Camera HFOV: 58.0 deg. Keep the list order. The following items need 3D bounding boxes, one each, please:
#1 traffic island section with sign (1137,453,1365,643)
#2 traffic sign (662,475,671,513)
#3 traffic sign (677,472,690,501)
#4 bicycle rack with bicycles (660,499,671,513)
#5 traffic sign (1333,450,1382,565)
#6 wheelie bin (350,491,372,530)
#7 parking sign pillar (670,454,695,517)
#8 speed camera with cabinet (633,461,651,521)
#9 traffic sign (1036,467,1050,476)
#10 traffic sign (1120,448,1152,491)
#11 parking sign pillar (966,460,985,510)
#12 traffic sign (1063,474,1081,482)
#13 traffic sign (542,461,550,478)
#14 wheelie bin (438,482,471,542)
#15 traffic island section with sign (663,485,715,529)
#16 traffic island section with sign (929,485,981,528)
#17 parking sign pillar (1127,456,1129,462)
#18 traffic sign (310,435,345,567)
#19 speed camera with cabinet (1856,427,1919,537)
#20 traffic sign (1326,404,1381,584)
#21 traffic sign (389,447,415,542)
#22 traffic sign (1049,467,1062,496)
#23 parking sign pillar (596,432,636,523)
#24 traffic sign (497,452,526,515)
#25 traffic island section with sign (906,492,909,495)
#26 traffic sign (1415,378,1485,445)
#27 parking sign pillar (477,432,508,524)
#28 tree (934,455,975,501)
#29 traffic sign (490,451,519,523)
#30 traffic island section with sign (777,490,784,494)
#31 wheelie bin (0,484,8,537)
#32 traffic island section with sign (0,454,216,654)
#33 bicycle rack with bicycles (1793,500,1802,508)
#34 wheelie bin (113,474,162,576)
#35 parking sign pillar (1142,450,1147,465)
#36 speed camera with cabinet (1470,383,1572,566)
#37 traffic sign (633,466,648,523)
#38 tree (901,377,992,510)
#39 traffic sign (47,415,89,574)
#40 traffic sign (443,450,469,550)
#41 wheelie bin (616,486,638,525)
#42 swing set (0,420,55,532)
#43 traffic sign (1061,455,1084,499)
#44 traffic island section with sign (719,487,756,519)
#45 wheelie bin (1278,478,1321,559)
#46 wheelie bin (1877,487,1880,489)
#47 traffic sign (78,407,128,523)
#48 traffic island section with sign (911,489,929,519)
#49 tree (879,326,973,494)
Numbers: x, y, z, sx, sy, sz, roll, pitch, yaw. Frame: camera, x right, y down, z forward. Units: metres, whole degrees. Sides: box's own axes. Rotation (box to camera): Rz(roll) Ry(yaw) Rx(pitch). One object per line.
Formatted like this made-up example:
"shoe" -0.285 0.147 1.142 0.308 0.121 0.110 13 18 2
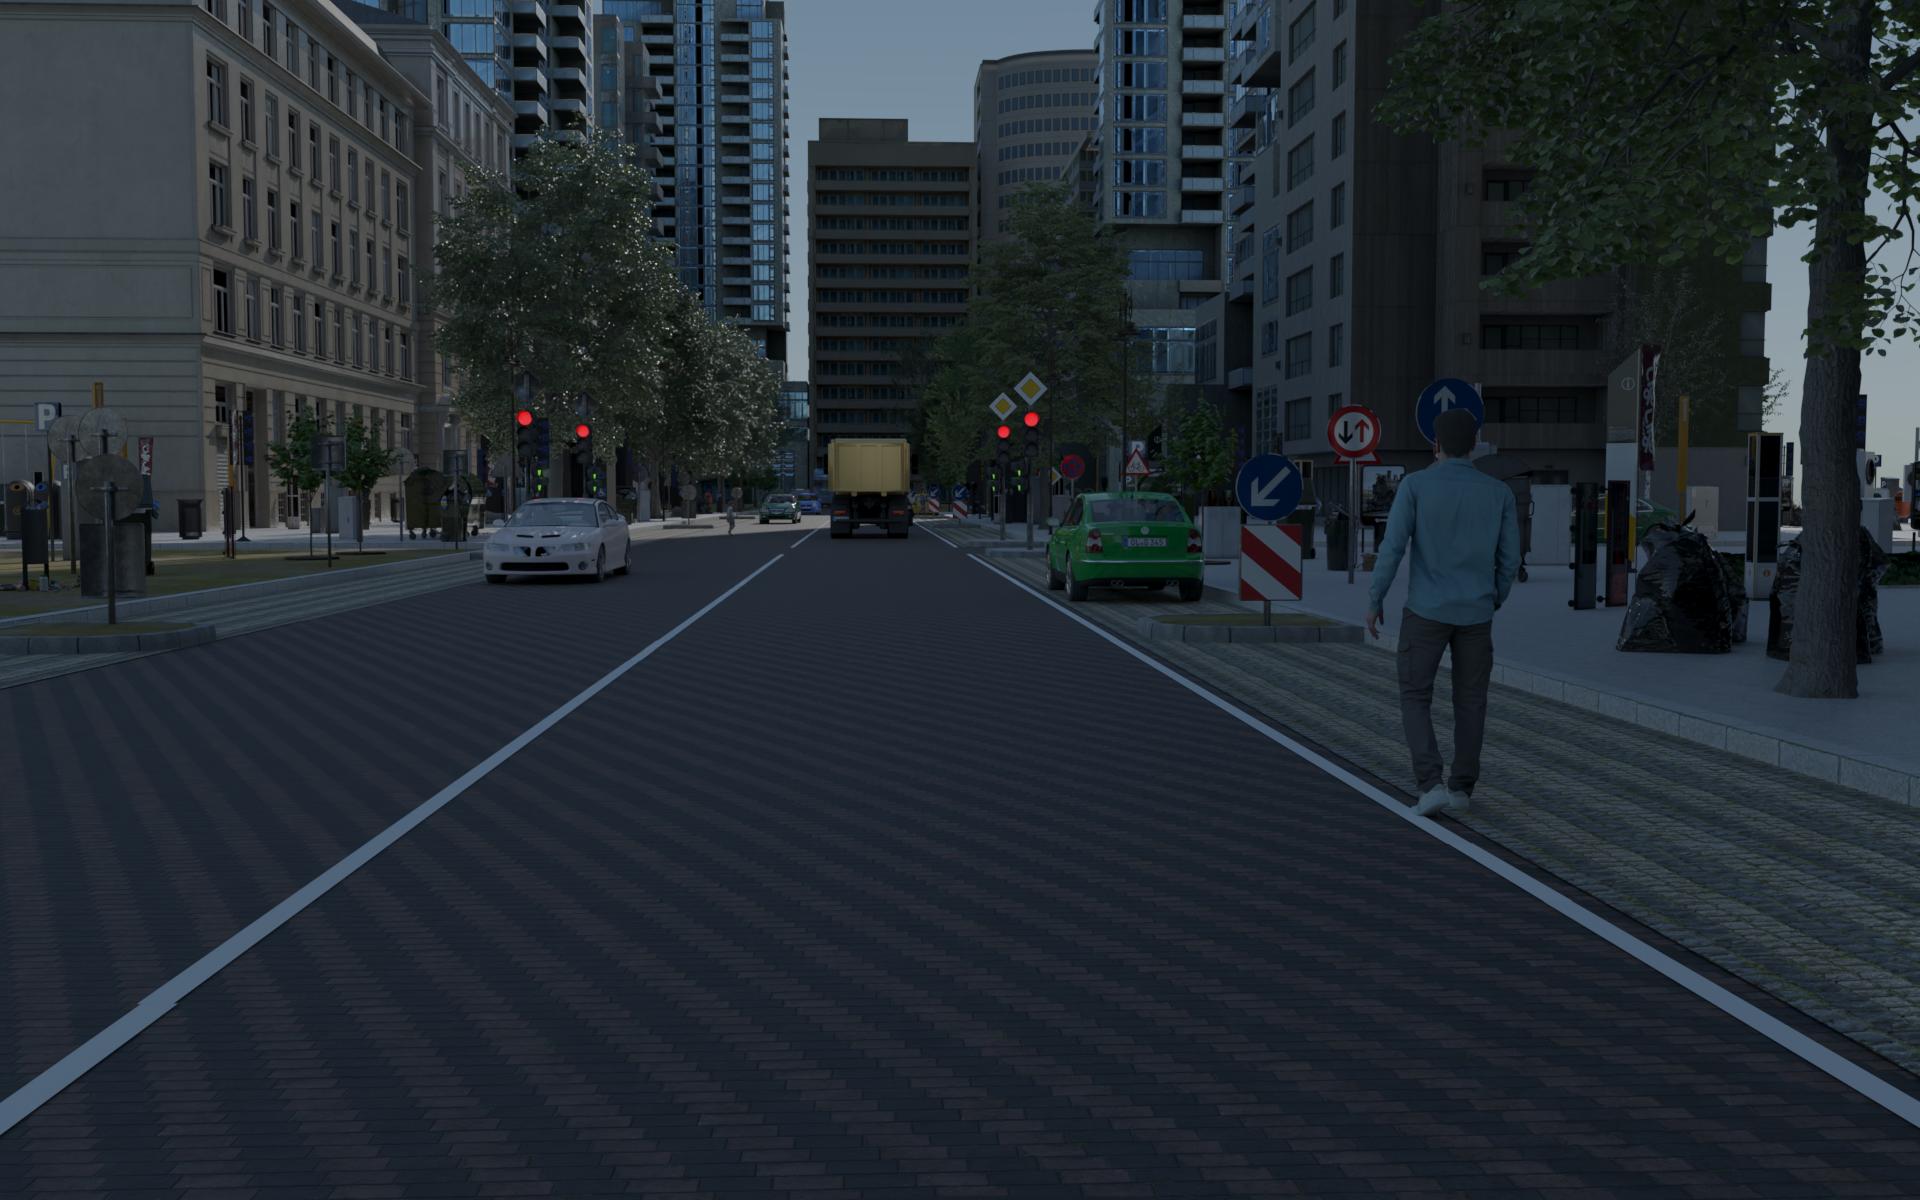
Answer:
"traffic island section with sign" 2.846 -0.543 17.503 1.989 1.847 2.006 0 4 -3
"traffic sign" -19.225 -7.001 114.465 0.884 2.594 0.081 0 4 -2
"traffic sign" -15.534 -5.946 97.327 0.768 2.556 0.104 0 4 6
"bicycle rack with bicycles" -20.247 -6.461 119.018 2.852 0.926 2.925 3 5 42
"traffic sign" 7.164 -1.913 31.285 0.884 2.594 0.081 0 4 1
"wheelie bin" -21.545 -3.321 62.200 0.693 1.594 0.980 -3 5 -42
"parking sign pillar" -15.765 -6.728 98.469 1.447 3.967 1.447 1 4 19
"speed camera with cabinet" -15.595 -5.396 82.554 2.038 3.252 0.660 3 5 45
"traffic sign" 3.810 -4.760 77.939 0.768 2.556 0.104 0 4 5
"traffic sign" 4.961 -2.986 48.830 0.884 2.594 0.081 0 4 6
"parking sign pillar" 1.104 -8.019 119.577 1.447 3.967 1.447 1 4 21
"traffic sign" 4.611 -4.344 71.131 0.768 2.556 0.104 0 4 3
"traffic sign" -15.777 -4.088 66.950 0.768 2.556 0.104 0 4 6
"wheelie bin" -13.550 -2.360 46.497 0.693 1.594 0.980 0 4 8
"traffic island section with sign" -11.222 -3.867 71.846 1.989 1.847 2.006 0 4 -3
"traffic island section with sign" -0.153 -3.939 73.032 1.989 1.847 2.006 0 4 -3
"parking sign pillar" 11.400 -7.671 113.891 1.447 3.967 1.447 0 4 3
"traffic sign" -11.025 -1.719 30.240 0.606 2.300 0.079 0 4 1
"speed camera with cabinet" 27.642 -3.494 51.460 2.038 3.252 0.660 2 4 24
"traffic sign" 5.602 -1.506 24.726 0.768 2.556 0.104 0 4 4
"traffic sign" -15.094 -2.852 46.736 0.768 2.556 0.104 0 4 3
"traffic sign" 3.923 -4.416 73.389 0.795 2.450 0.064 0 4 2
"parking sign pillar" -14.956 -5.353 75.991 1.447 3.967 1.447 3 4 36
"traffic sign" -13.813 -3.261 53.316 0.884 2.594 0.081 0 4 -2
"traffic island section with sign" -5.764 -10.274 176.607 1.989 1.847 2.006 0 4 -3
"traffic sign" 5.385 -1.164 19.135 0.768 2.556 0.104 0 4 -3
"parking sign pillar" -20.347 -5.308 75.256 1.447 3.967 1.447 2 4 25
"tree" -0.251 -8.857 128.528 4.285 4.588 4.351 0 3 0
"traffic sign" -13.596 -3.163 51.721 0.884 2.594 0.081 0 4 0
"traffic island section with sign" -15.434 -8.619 149.546 1.989 1.847 2.006 0 4 -3
"wheelie bin" -28.860 -2.705 52.141 0.980 1.594 0.693 0 4 -2
"traffic island section with sign" -8.225 -0.471 16.336 1.989 1.847 2.006 0 4 -3
"bicycle rack with bicycles" 54.771 -6.026 111.906 2.925 0.926 2.852 -3 5 -39
"wheelie bin" -13.116 -1.183 27.256 0.980 1.594 0.693 -2 4 -33
"parking sign pillar" 10.589 -6.532 95.275 1.447 3.967 1.447 1 4 21
"speed camera with cabinet" 9.929 -2.255 31.212 2.038 3.252 0.660 0 4 -1
"traffic sign" -14.343 -4.730 77.439 0.768 2.556 0.104 0 4 1
"tree" -0.827 -12.497 138.734 7.601 10.594 8.767 1 4 19
"traffic sign" -14.271 -1.694 27.810 0.768 2.556 0.104 0 4 1
"traffic sign" -11.637 -2.315 39.987 0.606 2.300 0.079 0 4 6
"wheelie bin" -14.998 -4.332 78.734 0.980 1.594 0.693 -2 4 -31
"swing set" -20.655 -2.378 36.506 3.119 2.851 2.862 -3 5 -41
"traffic sign" 3.675 -3.455 56.592 0.768 2.556 0.104 0 4 5
"traffic island section with sign" -12.695 -5.521 98.902 1.989 1.847 2.006 0 4 -3
"wheelie bin" 6.609 -1.609 34.209 0.980 1.594 0.693 0 4 -8
"wheelie bin" 43.877 -4.576 82.731 0.693 1.594 0.980 3 5 44
"traffic sign" -12.562 -1.546 25.391 0.768 2.556 0.104 0 4 5
"traffic island section with sign" -1.647 -5.612 100.380 1.989 1.847 2.006 0 4 -3
"tree" -2.961 -20.640 193.356 12.611 20.169 13.585 0 3 0
